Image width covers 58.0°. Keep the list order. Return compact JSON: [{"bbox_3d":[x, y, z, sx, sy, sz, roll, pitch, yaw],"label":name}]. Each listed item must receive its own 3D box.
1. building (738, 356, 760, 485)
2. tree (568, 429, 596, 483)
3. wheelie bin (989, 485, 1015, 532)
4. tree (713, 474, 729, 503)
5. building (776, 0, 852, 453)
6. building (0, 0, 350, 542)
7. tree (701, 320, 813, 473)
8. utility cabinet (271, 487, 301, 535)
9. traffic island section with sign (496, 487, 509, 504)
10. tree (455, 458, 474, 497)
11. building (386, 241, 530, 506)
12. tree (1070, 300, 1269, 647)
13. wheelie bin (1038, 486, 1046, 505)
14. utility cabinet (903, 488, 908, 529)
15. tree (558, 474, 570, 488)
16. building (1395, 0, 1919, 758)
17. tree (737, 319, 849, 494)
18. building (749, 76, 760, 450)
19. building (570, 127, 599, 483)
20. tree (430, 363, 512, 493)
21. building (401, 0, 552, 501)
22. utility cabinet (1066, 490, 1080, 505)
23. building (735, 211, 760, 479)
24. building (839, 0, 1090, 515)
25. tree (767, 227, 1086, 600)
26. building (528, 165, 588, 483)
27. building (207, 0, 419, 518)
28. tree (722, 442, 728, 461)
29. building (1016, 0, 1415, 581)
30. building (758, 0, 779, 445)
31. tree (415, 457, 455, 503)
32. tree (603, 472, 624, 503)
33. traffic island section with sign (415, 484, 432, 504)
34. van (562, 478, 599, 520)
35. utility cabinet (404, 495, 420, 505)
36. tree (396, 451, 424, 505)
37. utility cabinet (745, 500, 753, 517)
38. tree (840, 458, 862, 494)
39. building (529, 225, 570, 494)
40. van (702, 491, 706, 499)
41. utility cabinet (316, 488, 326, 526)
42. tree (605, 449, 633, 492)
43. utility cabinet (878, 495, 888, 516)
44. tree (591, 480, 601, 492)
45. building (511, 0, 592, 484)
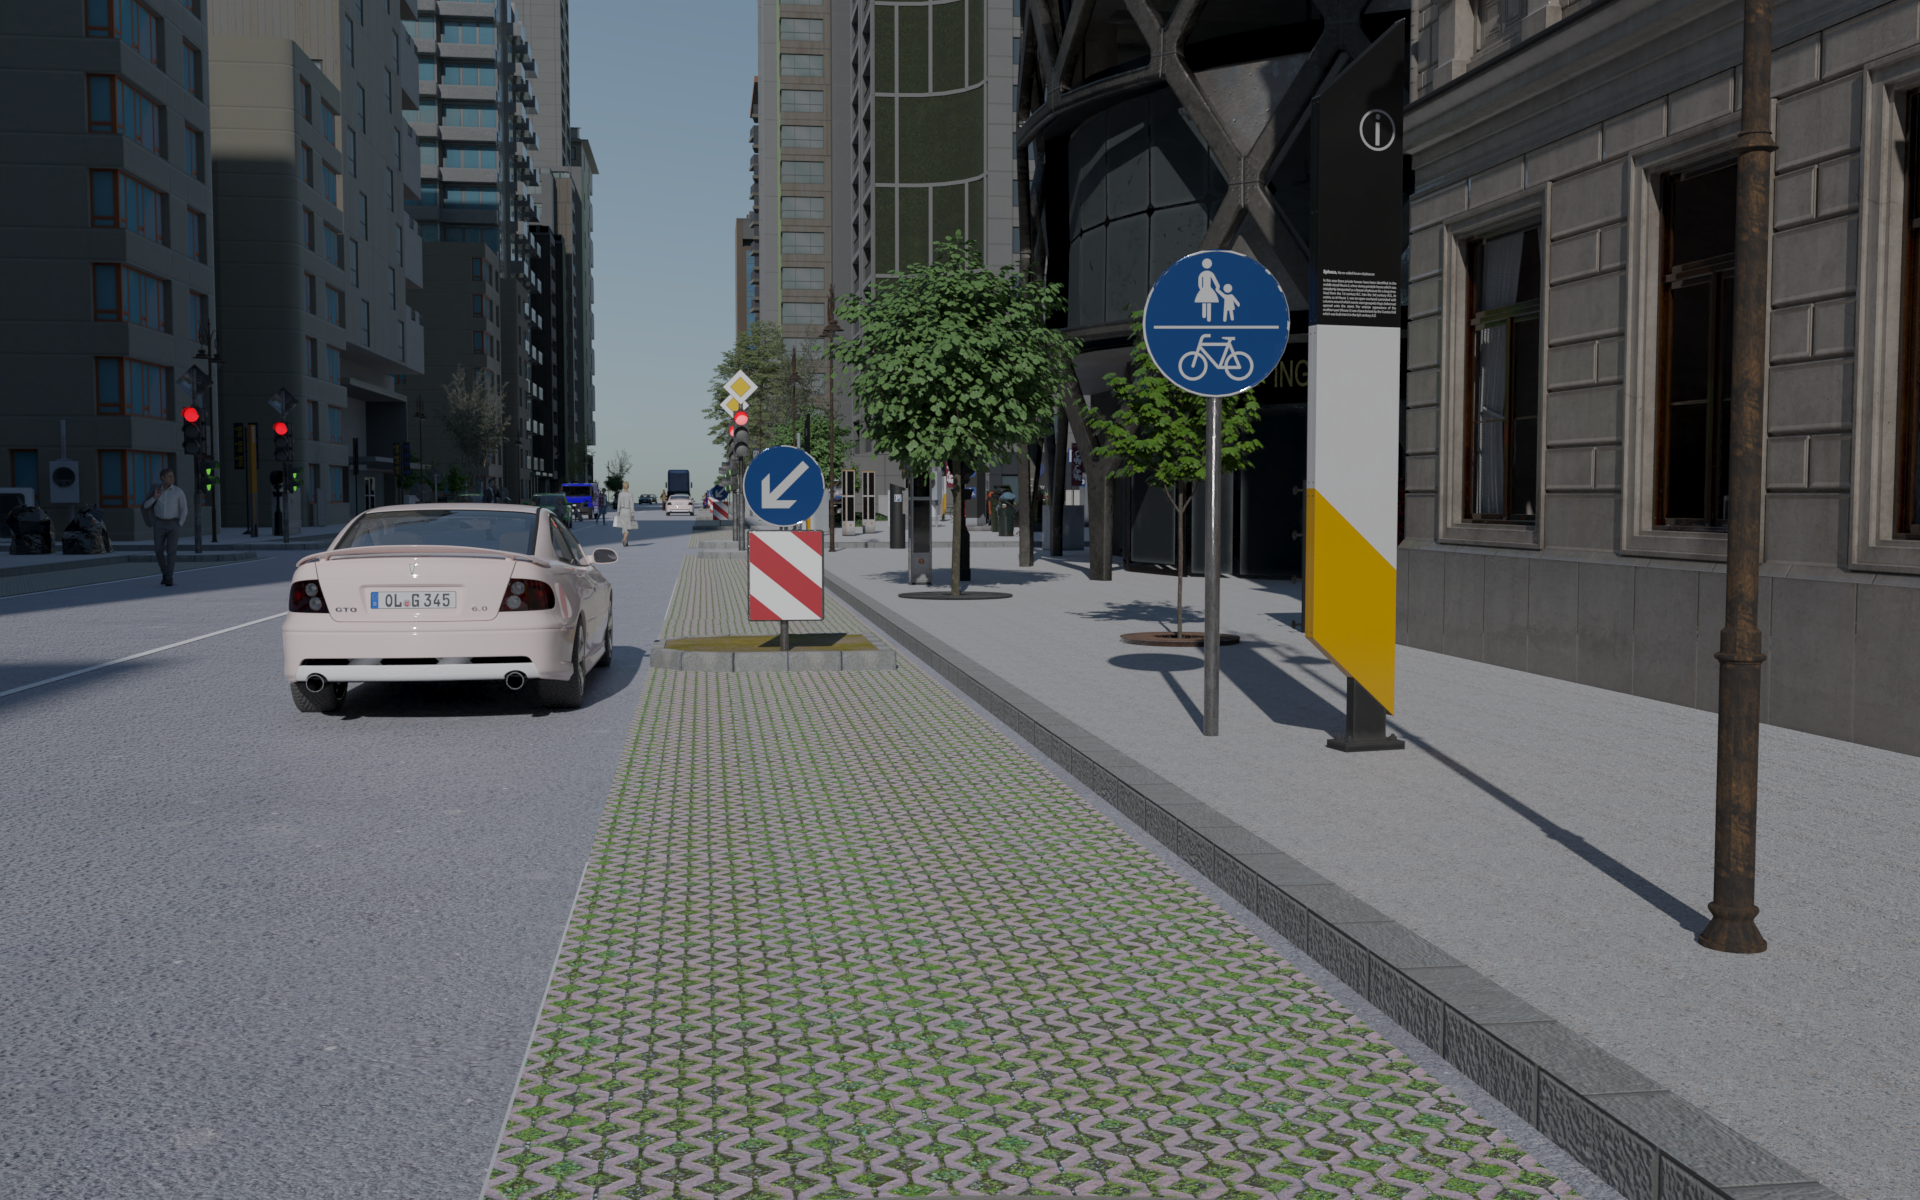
[{"bbox_3d":[-15.225,-23.502,229.299,27.650,21.520,28.899,-1,4,-8],"label":"building"},{"bbox_3d":[-43.175,-14.997,195.555,4.737,8.622,4.395,0,3,0],"label":"tree"},{"bbox_3d":[1.428,-3.079,58.252,0.980,1.594,0.693,2,4,32],"label":"wheelie bin"},{"bbox_3d":[-35.506,-16.955,260.924,4.285,4.588,4.351,0,3,0],"label":"tree"},{"bbox_3d":[-6.930,-27.443,132.292,14.154,41.232,14.086,-1,4,-8],"label":"building"},{"bbox_3d":[-38.167,-13.059,58.550,27.650,21.520,28.899,-1,4,-8],"label":"building"},{"bbox_3d":[-13.193,-11.942,113.384,7.486,12.596,7.792,0,3,0],"label":"tree"},{"bbox_3d":[-20.924,-2.761,53.825,0.318,1.500,1.173,1,4,9],"label":"utility cabinet"},{"bbox_3d":[-25.021,-5.271,94.809,1.989,1.847,2.006,-1,4,-8],"label":"traffic island section with sign"},{"bbox_3d":[-27.194,-6.048,93.484,1.663,3.219,1.824,0,3,0],"label":"tree"},{"bbox_3d":[-48.385,-17.524,131.561,27.650,21.520,28.899,-1,4,-8],"label":"building"},{"bbox_3d":[1.773,-1.241,14.898,1.663,3.219,1.824,0,3,0],"label":"tree"},{"bbox_3d":[2.950,-3.770,69.547,0.980,1.594,0.693,-2,4,-35],"label":"wheelie bin"},{"bbox_3d":[-1.802,-3.294,62.536,0.318,1.500,1.173,-1,4,-15],"label":"utility cabinet"},{"bbox_3d":[-38.078,-10.564,167.323,1.663,3.219,1.824,0,3,0],"label":"tree"},{"bbox_3d":[9.669,-8.660,6.222,10.561,19.102,19.286,-1,4,-8],"label":"building"},{"bbox_3d":[-6.818,-7.548,73.765,4.360,8.622,3.978,0,3,0],"label":"tree"},{"bbox_3d":[-10.787,-32.252,181.945,22.147,44.769,28.867,-1,4,-8],"label":"building"},{"bbox_3d":[-67.213,-40.443,250.488,28.713,52.752,27.495,-1,4,-8],"label":"building"},{"bbox_3d":[-27.918,-9.064,98.561,4.360,8.622,3.978,0,3,0],"label":"tree"},{"bbox_3d":[-51.049,-33.096,160.732,23.786,49.044,30.456,-1,4,-8],"label":"building"},{"bbox_3d":[6.537,-5.402,97.001,1.173,1.500,0.318,1,4,13],"label":"utility cabinet"},{"bbox_3d":[-28.296,-38.116,273.304,14.600,45.320,14.200,-1,4,-8],"label":"building"},{"bbox_3d":[1.892,-41.064,109.645,20.563,71.187,20.611,-1,4,-8],"label":"building"},{"bbox_3d":[-0.137,-2.309,21.471,4.285,4.588,4.351,0,3,0],"label":"tree"},{"bbox_3d":[-52.788,-32.154,209.305,14.154,41.232,14.086,-1,4,-8],"label":"building"},{"bbox_3d":[-44.707,-30.820,93.153,28.713,52.752,27.495,-1,4,-8],"label":"building"},{"bbox_3d":[-26.121,-15.608,205.556,4.360,8.622,3.978,0,3,0],"label":"tree"},{"bbox_3d":[9.200,-9.958,30.258,16.820,18.784,16.811,-1,4,-8],"label":"building"},{"bbox_3d":[-7.230,-37.374,153.058,21.231,58.520,28.212,-1,4,-8],"label":"building"},{"bbox_3d":[-27.680,-5.878,90.698,1.663,3.219,1.824,0,3,0],"label":"tree"},{"bbox_3d":[-51.372,-16.743,257.466,4.285,4.588,4.351,0,3,0],"label":"tree"},{"bbox_3d":[-21.054,-3.629,67.956,1.989,1.847,2.006,-1,4,-8],"label":"traffic island section with sign"},{"bbox_3d":[-21.387,-5.678,97.227,2.240,2.365,5.245,0,4,-7],"label":"van"},{"bbox_3d":[-27.403,-4.615,86.621,0.306,1.237,1.020,1,4,13],"label":"utility cabinet"},{"bbox_3d":[-36.131,-7.834,111.798,4.285,4.588,4.351,0,3,0],"label":"tree"},{"bbox_3d":[-11.954,-5.312,98.014,0.306,1.237,1.020,0,4,2],"label":"utility cabinet"},{"bbox_3d":[-5.683,-6.007,92.822,1.663,3.219,1.824,0,3,0],"label":"tree"},{"bbox_3d":[-49.402,-25.218,184.022,14.160,30.474,14.107,-1,4,-8],"label":"building"},{"bbox_3d":[-32.400,-13.280,224.133,2.013,2.044,4.112,-1,4,-8],"label":"van"},{"bbox_3d":[-25.076,-3.629,68.008,0.318,1.500,1.173,-1,4,-22],"label":"utility cabinet"},{"bbox_3d":[-54.352,-19.969,276.851,4.360,8.622,3.978,0,3,0],"label":"tree"},{"bbox_3d":[-4.005,-5.117,94.817,1.020,1.237,0.306,3,5,42],"label":"utility cabinet"},{"bbox_3d":[-44.073,-13.175,210.017,1.663,3.219,1.824,0,3,0],"label":"tree"},{"bbox_3d":[-59.107,-48.159,225.656,20.563,71.187,20.611,-1,4,-8],"label":"building"}]
